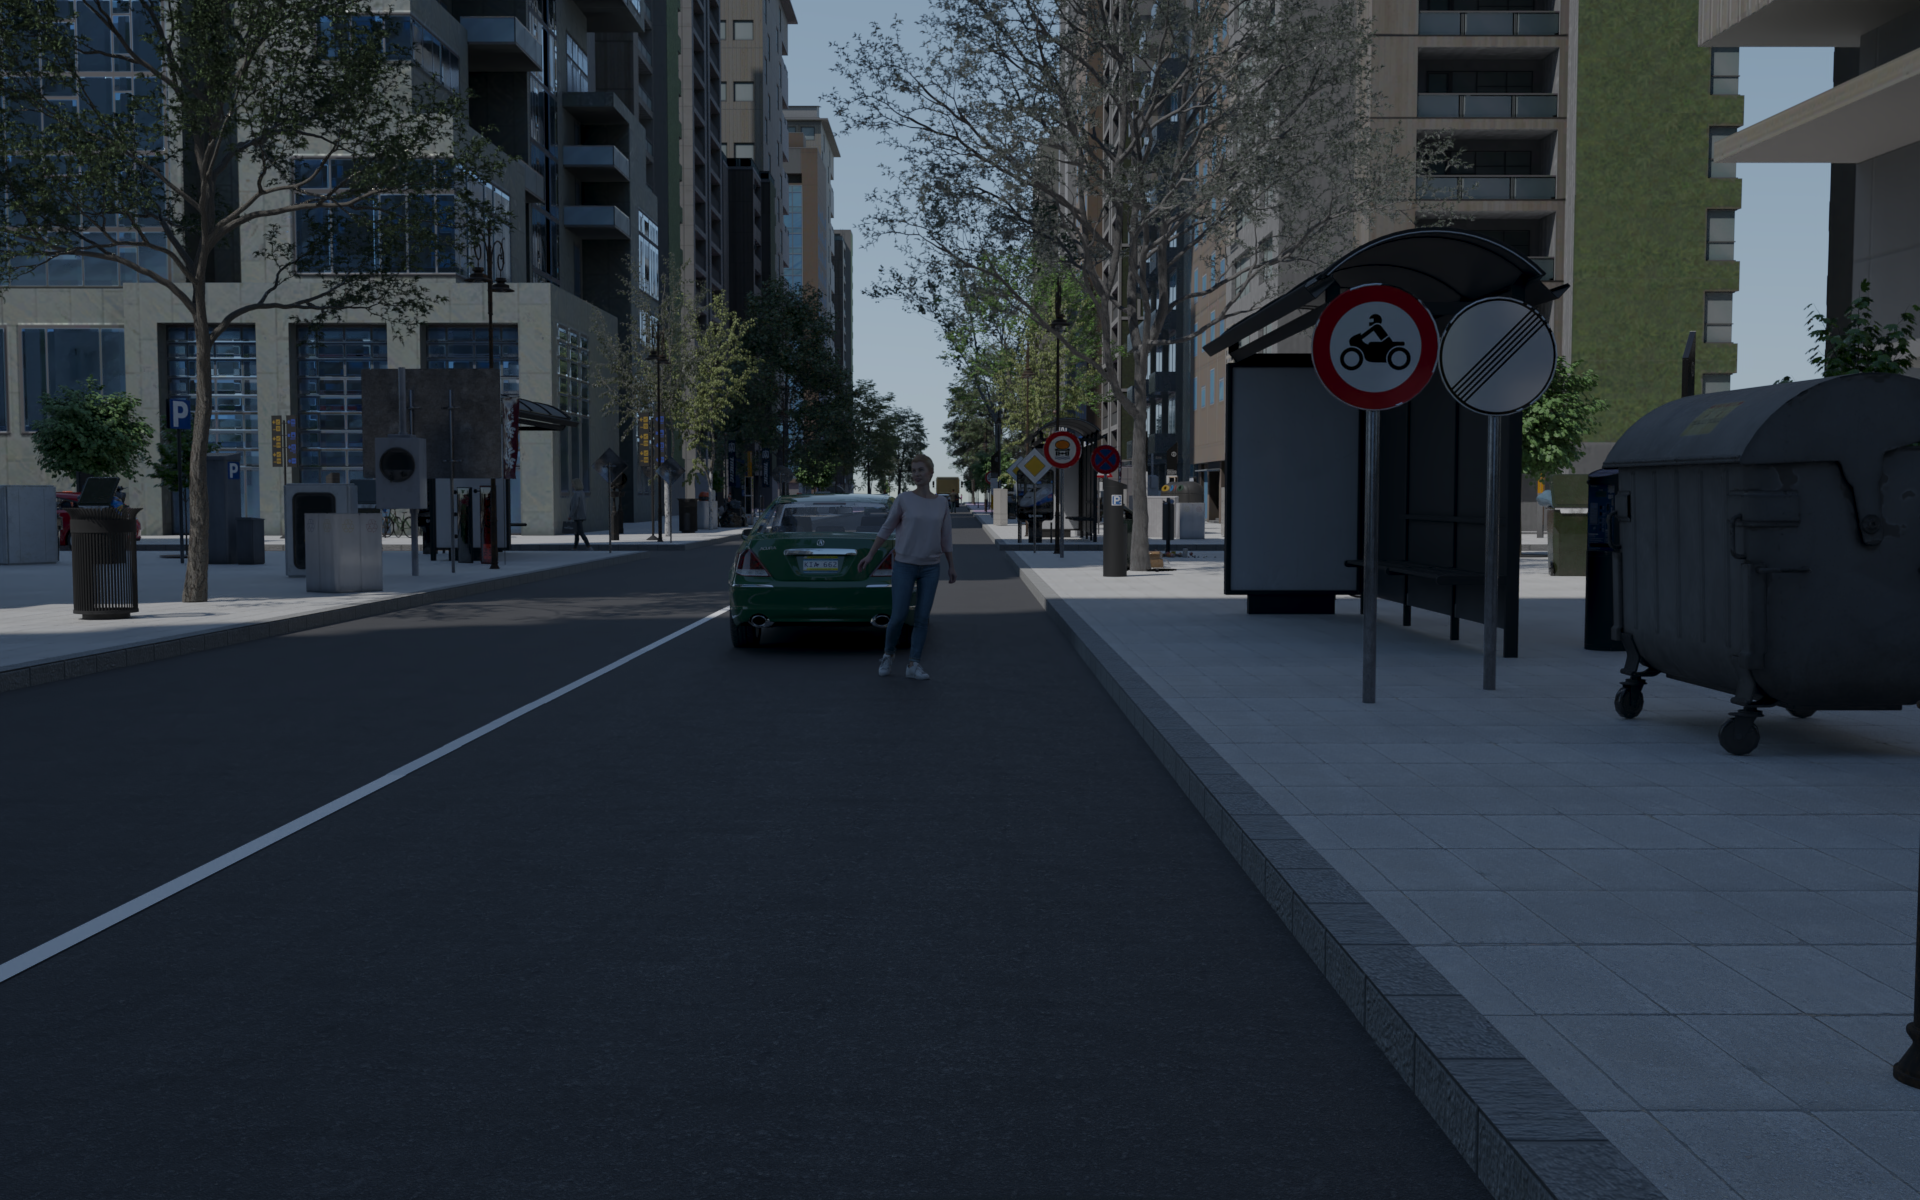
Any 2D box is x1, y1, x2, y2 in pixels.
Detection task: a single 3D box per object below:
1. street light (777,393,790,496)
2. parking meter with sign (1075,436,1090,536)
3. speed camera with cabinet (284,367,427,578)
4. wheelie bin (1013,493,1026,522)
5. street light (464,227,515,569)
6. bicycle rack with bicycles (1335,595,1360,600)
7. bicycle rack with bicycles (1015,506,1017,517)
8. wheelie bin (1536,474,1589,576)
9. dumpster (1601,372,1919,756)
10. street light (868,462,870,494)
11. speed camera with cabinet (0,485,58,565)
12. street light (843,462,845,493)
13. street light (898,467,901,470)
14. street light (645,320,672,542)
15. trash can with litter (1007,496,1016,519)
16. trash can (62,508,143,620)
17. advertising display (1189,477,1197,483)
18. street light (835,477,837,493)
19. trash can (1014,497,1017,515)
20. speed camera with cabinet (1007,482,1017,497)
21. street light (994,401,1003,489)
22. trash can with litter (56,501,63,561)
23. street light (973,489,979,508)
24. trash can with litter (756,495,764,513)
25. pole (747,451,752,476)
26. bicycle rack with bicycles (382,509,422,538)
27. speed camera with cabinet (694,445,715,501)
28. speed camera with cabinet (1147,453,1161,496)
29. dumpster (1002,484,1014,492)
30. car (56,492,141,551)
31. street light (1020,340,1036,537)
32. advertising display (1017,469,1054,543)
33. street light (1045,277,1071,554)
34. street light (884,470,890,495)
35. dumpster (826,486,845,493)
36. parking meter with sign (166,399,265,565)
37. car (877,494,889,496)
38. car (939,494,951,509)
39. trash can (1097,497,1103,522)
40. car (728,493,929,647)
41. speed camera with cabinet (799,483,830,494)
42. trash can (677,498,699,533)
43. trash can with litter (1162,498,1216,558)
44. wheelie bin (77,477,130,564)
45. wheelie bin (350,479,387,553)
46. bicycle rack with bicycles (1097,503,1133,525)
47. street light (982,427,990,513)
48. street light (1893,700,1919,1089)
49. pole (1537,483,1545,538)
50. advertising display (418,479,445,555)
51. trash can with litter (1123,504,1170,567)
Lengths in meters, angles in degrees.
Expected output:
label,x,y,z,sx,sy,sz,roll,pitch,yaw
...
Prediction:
label,x,y,z,sx,sy,sz,roll,pitch,yaw
street light,-8.111,-6.536,79.647,0.468,5.910,1.993,0,3,0
parking meter with sign,3.789,-3.480,53.155,0.543,3.016,1.738,0,4,-3
speed camera with cabinet,-9.367,-1.988,26.843,2.038,3.252,0.660,0,4,-6
wheelie bin,2.920,-4.342,78.902,0.980,1.594,0.693,0,4,8
street light,-7.979,-3.470,29.515,0.468,5.910,1.993,0,3,0
bicycle rack with bicycles,5.462,-0.516,21.816,2.925,0.926,2.852,1,4,14
bicycle rack with bicycles,3.409,-5.138,97.393,2.925,0.926,2.852,-1,4,-10
wheelie bin,9.551,-1.181,27.218,0.980,1.594,0.693,1,4,8
dumpster,4.331,-0.207,9.140,1.264,1.857,1.865,0,4,0
street light,-8.217,-11.213,156.119,0.468,5.910,1.993,0,3,0
speed camera with cabinet,-17.373,-2.249,31.104,0.660,3.252,2.038,2,4,30
street light,-8.185,-9.138,122.201,0.468,5.910,1.993,0,3,0
street light,-8.404,-16.289,239.116,0.468,5.910,1.993,0,3,0
street light,-8.032,-4.492,46.234,0.468,5.910,1.993,0,3,0
trash can with litter,2.688,-4.719,88.538,0.624,1.170,1.055,-1,4,-11
trash can,-8.808,-0.378,17.838,0.748,1.137,0.748,0,3,0
advertising display,8.623,-3.608,64.204,0.123,1.923,0.974,0,4,-2
street light,-8.167,-8.631,113.906,0.468,5.910,1.993,0,3,0
trash can,3.419,-5.360,99.286,0.748,1.137,0.748,0,3,0
speed camera with cabinet,3.543,-7.409,115.466,0.660,3.252,2.038,3,5,45
street light,1.928,-6.932,86.133,0.468,5.910,1.993,0,3,0
trash can with litter,-17.515,-1.301,32.665,1.055,1.170,0.624,0,4,1
street light,1.714,-11.610,162.618,0.468,5.910,1.993,0,3,0
trash can with litter,-13.833,-6.642,119.656,1.678,1.210,2.233,0,4,2
pole,-10.015,-5.425,82.549,0.158,3.312,0.155,0,3,0
bicycle rack with bicycles,-16.613,-2.329,51.461,2.852,0.926,2.925,-3,4,-37
speed camera with cabinet,-10.401,-4.666,70.620,0.660,3.252,2.038,0,4,0
speed camera with cabinet,9.813,-5.546,85.010,2.038,3.252,0.660,-3,4,-36
dumpster,3.551,-7.097,118.537,1.502,2.255,1.985,0,3,0
car,-22.062,-1.983,41.464,4.494,1.783,2.155,0,4,0
street light,2.033,-4.853,52.142,0.468,5.910,1.993,0,3,0
advertising display,1.967,-2.450,45.269,0.974,1.923,0.123,0,4,0
street light,2.089,-3.928,37.017,0.468,5.910,1.993,0,3,0
street light,-8.391,-14.244,205.684,0.468,5.910,1.993,0,3,0
dumpster,-8.507,-6.875,118.169,1.264,1.857,1.865,0,3,0
parking meter with sign,-13.581,-2.168,31.704,1.738,3.016,0.543,1,4,16
car,-5.446,-6.398,116.412,2.131,1.459,4.920,0,4,0
car,-1.609,-9.581,168.653,2.014,1.417,4.499,0,4,1
trash can,6.062,-4.028,77.514,0.748,1.137,0.748,0,3,0
car,-1.233,-0.356,17.625,2.131,1.459,4.920,0,3,0
speed camera with cabinet,-9.479,-7.247,112.829,2.038,3.252,0.660,-2,4,-32
trash can,-8.941,-2.771,56.961,0.748,1.137,0.748,0,3,0
trash can with litter,4.386,-1.510,35.752,1.678,1.210,2.233,0,4,4
wheelie bin,-15.823,-1.473,31.988,0.980,1.594,0.693,0,4,7
wheelie bin,-12.778,-1.793,37.218,0.980,1.594,0.693,-1,4,-14
bicycle rack with bicycles,6.172,-3.656,73.154,2.852,0.926,2.925,-3,4,-38
street light,1.835,-9.018,120.232,0.468,5.910,1.993,0,3,0
street light,2.139,-1.885,3.604,0.468,5.910,1.993,0,3,0
pole,16.947,-3.464,50.486,0.158,3.312,0.155,0,3,0
advertising display,-11.328,-1.943,36.989,0.123,1.923,0.974,2,4,24
trash can with litter,3.127,-1.157,30.307,1.055,1.170,0.624,0,4,0
